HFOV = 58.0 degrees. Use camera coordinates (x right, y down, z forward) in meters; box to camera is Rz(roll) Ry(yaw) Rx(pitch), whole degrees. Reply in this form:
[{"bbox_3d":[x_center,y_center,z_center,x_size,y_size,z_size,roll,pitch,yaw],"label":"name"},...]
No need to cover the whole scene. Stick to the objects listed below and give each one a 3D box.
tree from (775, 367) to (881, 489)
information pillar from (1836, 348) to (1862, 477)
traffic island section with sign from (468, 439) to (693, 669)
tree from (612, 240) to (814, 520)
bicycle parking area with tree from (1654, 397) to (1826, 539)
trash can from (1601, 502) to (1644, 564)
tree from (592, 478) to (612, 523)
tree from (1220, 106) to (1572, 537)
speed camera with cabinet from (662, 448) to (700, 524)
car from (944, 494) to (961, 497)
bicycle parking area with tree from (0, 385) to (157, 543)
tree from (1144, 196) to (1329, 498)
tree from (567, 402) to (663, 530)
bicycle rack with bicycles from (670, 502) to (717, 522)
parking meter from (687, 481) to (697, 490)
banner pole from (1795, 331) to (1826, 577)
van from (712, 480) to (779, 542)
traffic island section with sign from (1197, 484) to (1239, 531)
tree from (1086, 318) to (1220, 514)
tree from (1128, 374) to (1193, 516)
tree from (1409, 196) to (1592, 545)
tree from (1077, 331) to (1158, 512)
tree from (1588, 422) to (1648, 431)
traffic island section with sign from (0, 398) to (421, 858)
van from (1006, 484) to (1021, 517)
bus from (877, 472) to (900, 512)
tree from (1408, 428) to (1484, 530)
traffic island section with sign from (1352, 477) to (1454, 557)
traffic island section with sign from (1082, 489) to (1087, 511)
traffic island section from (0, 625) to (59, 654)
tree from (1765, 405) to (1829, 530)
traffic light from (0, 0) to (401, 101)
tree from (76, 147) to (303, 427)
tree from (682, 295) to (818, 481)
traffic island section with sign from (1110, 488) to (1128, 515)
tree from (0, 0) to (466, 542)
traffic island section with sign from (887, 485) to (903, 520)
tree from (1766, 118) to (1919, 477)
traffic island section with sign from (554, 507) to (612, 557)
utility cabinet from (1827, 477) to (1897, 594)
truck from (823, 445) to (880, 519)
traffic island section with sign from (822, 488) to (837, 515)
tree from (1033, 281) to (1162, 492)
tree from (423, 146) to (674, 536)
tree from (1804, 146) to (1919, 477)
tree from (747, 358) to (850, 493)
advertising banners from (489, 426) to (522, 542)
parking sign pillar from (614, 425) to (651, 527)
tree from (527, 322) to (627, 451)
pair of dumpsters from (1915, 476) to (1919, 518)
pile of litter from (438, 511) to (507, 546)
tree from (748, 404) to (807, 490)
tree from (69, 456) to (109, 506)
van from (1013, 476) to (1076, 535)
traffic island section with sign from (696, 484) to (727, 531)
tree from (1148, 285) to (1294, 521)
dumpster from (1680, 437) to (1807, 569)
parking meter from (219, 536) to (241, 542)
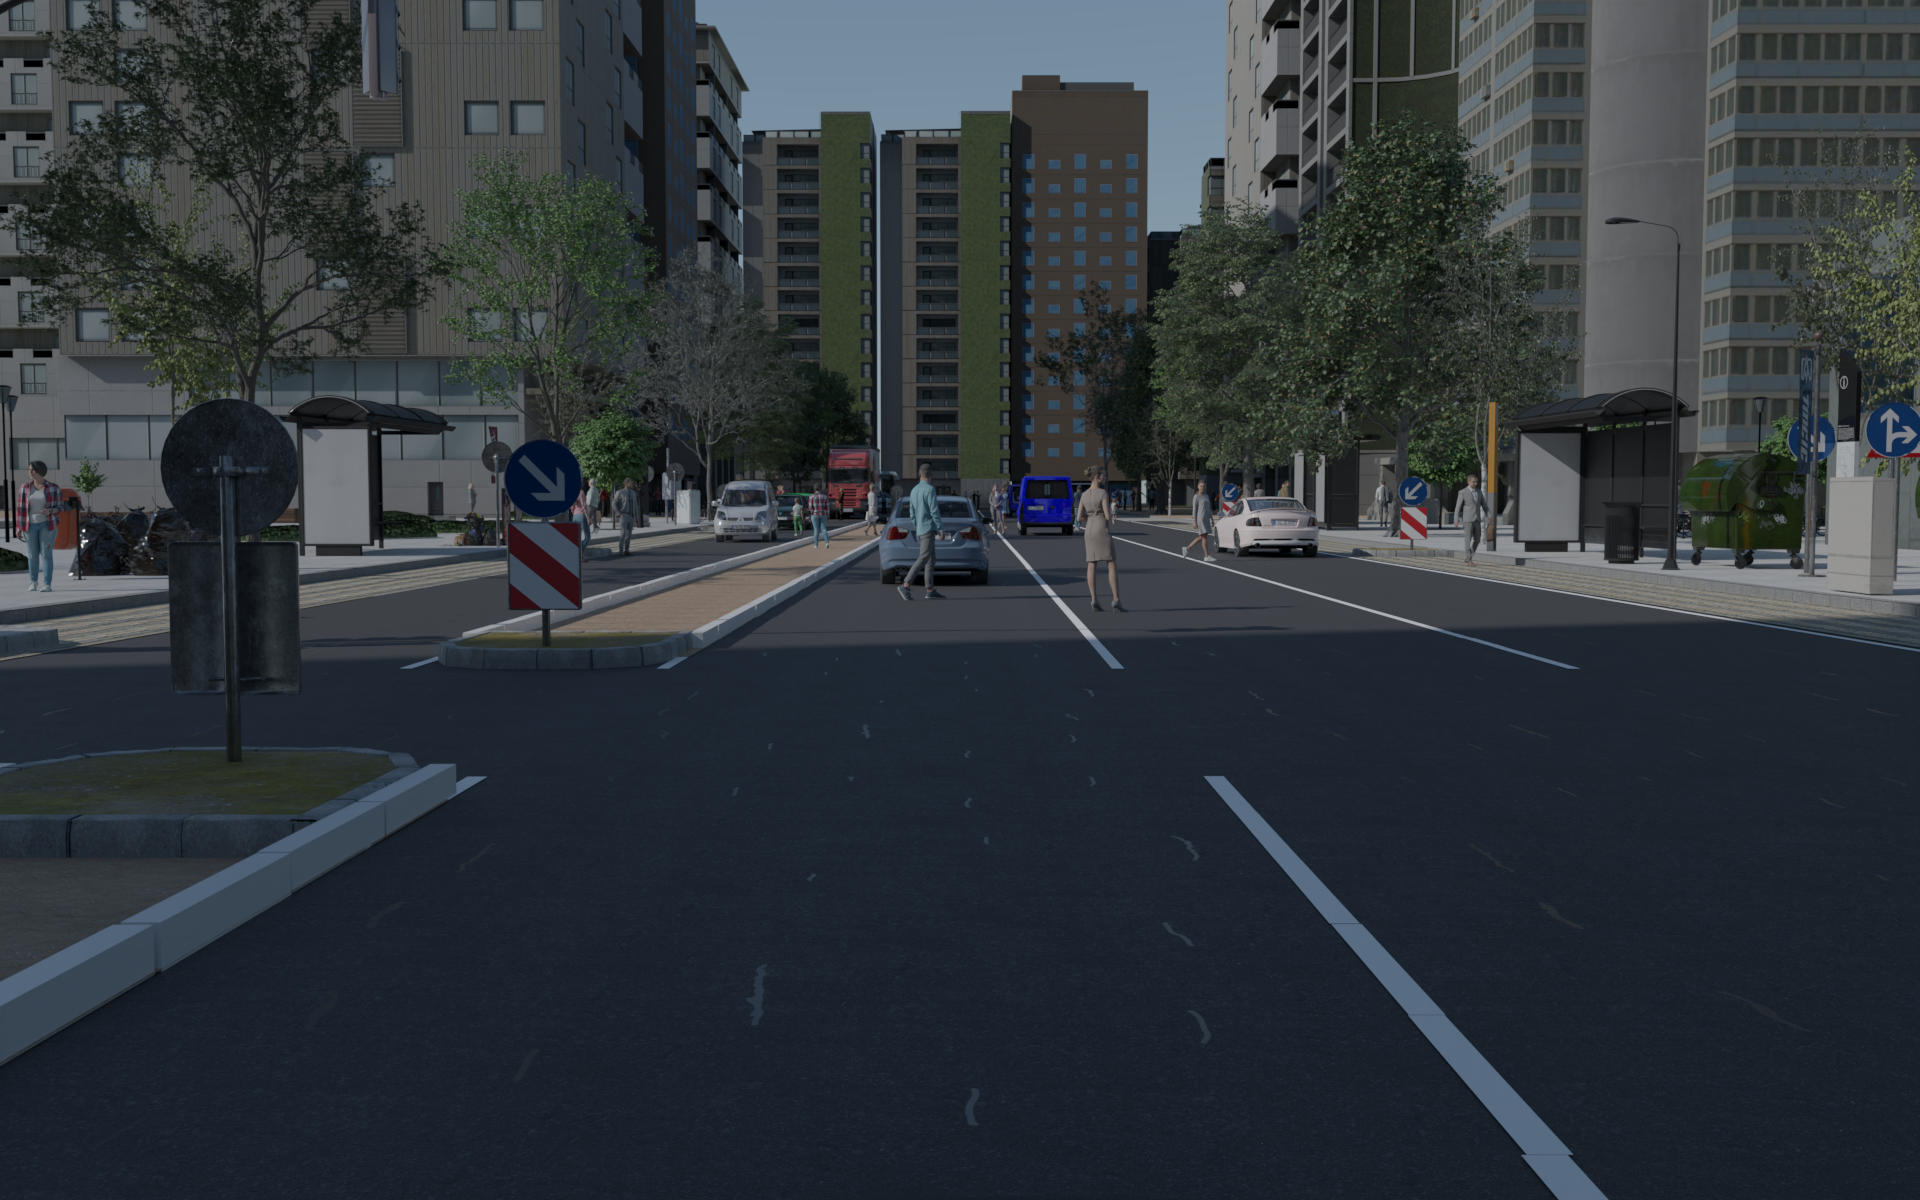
[{"bbox_3d":[-11.777,-14.547,154.853,9.611,12.733,9.660,0,3,0],"label":"tree"},{"bbox_3d":[14.132,-2.216,27.589,0.183,3.616,0.504,0,4,-5],"label":"information pillar"},{"bbox_3d":[-3.474,-0.427,15.121,2.006,1.907,1.989,0,3,0],"label":"traffic island section with sign"},{"bbox_3d":[-12.438,-10.672,84.860,12.009,13.543,11.850,0,3,0],"label":"tree"},{"bbox_3d":[22.912,-4.080,53.712,9.016,4.147,8.231,0,4,2],"label":"bicycle parking area with tree"},{"bbox_3d":[12.203,-1.240,31.927,0.748,1.137,0.748,0,3,0],"label":"trash can"},{"bbox_3d":[-15.867,-5.100,77.994,1.663,3.219,1.824,0,3,0],"label":"tree"},{"bbox_3d":[13.301,-8.225,51.491,9.611,12.733,9.660,0,3,0],"label":"tree"},{"bbox_3d":[-11.947,-4.886,74.218,0.660,3.252,2.038,-3,5,-44],"label":"speed camera with cabinet"},{"bbox_3d":[-0.560,-7.073,125.428,2.009,1.686,4.222,0,4,1],"label":"car"},{"bbox_3d":[-26.202,-3.733,48.032,9.016,4.147,8.231,-1,4,-13],"label":"bicycle parking area with tree"},{"bbox_3d":[12.504,-10.253,74.287,9.857,13.997,8.962,0,3,0],"label":"tree"},{"bbox_3d":[-12.388,-4.804,62.260,4.285,4.588,4.351,0,3,0],"label":"tree"},{"bbox_3d":[-12.373,-4.079,80.078,2.852,0.926,2.925,1,4,9],"label":"bicycle rack with bicycles"},{"bbox_3d":[-12.086,-4.430,78.144,0.399,1.863,0.255,3,5,43],"label":"parking meter"},{"bbox_3d":[13.030,-2.237,26.586,0.863,3.779,0.401,-3,5,-40],"label":"banner pole"},{"bbox_3d":[-6.491,-2.800,52.792,2.013,2.044,4.112,0,4,-2],"label":"van"},{"bbox_3d":[10.223,-3.569,66.985,1.989,1.847,2.006,0,3,0],"label":"traffic island section with sign"},{"bbox_3d":[12.963,-11.883,111.290,9.611,12.733,9.660,0,3,0],"label":"tree"},{"bbox_3d":[12.323,-9.315,102.667,4.360,8.622,3.978,0,3,0],"label":"tree"},{"bbox_3d":[13.522,-5.710,43.721,4.360,8.622,3.978,0,3,0],"label":"tree"},{"bbox_3d":[13.175,-13.231,126.696,12.009,13.543,11.850,0,3,0],"label":"tree"},{"bbox_3d":[23.423,-4.767,61.646,4.285,4.588,4.351,0,3,0],"label":"tree"},{"bbox_3d":[-3.499,0.026,7.713,2.006,1.907,1.989,0,3,0],"label":"traffic island section with sign"},{"bbox_3d":[3.905,-6.453,109.895,2.240,2.365,5.245,0,4,-1],"label":"van"},{"bbox_3d":[-6.324,-8.781,138.424,2.948,3.499,13.247,0,4,0],"label":"bus"},{"bbox_3d":[17.346,-4.821,62.545,4.285,4.588,4.351,0,3,0],"label":"tree"},{"bbox_3d":[10.168,-1.921,40.030,1.989,1.847,2.006,0,3,0],"label":"traffic island section with sign"},{"bbox_3d":[10.400,-8.377,145.586,1.989,1.847,2.006,0,3,0],"label":"traffic island section with sign"},{"bbox_3d":[-9.524,0.416,15.477,2.009,0.180,2.903,0,3,0],"label":"traffic island section"},{"bbox_3d":[30.299,-4.783,61.923,4.285,4.588,4.351,0,3,0],"label":"tree"},{"bbox_3d":[-7.392,-2.490,15.373,4.771,5.953,1.251,0,3,0],"label":"traffic light"},{"bbox_3d":[-16.861,-5.349,37.815,4.737,8.622,4.395,0,3,0],"label":"tree"},{"bbox_3d":[-11.996,-11.062,98.987,7.486,12.596,7.792,0,3,0],"label":"tree"},{"bbox_3d":[10.333,-6.679,117.827,1.989,1.847,2.006,0,3,0],"label":"traffic island section with sign"},{"bbox_3d":[-11.843,-5.726,28.041,8.767,10.594,7.601,2,4,29],"label":"tree"},{"bbox_3d":[-3.326,-5.023,90.259,2.006,1.907,1.989,0,3,0],"label":"traffic island section with sign"},{"bbox_3d":[17.782,-5.125,34.161,4.360,8.622,3.978,0,3,0],"label":"tree"},{"bbox_3d":[-9.148,-1.924,40.080,1.989,1.847,2.006,0,3,0],"label":"traffic island section with sign"},{"bbox_3d":[11.655,-0.838,22.388,0.318,1.500,1.173,0,4,2],"label":"utility cabinet"},{"bbox_3d":[-6.218,-6.896,101.671,2.839,4.237,11.283,0,4,0],"label":"truck"},{"bbox_3d":[-8.983,-6.643,117.236,1.989,1.847,2.006,0,3,0],"label":"traffic island section with sign"},{"bbox_3d":[12.081,-18.392,156.594,12.611,20.169,13.585,0,3,0],"label":"tree"},{"bbox_3d":[-12.312,-7.761,52.653,9.928,11.665,9.643,0,3,0],"label":"tree"},{"bbox_3d":[16.758,-4.806,28.938,4.737,8.622,4.395,0,3,0],"label":"tree"},{"bbox_3d":[-12.127,-12.367,127.961,9.928,11.665,9.643,0,3,0],"label":"tree"},{"bbox_3d":[-11.938,-3.020,45.573,0.090,3.025,2.074,1,4,10],"label":"advertising banners"},{"bbox_3d":[-12.761,-4.816,67.218,1.447,3.967,1.447,-1,4,-16],"label":"parking sign pillar"},{"bbox_3d":[-16.375,-7.497,72.940,4.360,8.622,3.978,0,3,0],"label":"tree"},{"bbox_3d":[12.475,-1.012,19.046,1.574,2.255,4.437,0,3,0],"label":"pair of dumpsters"},{"bbox_3d":[-12.050,-1.776,43.002,1.719,0.858,1.176,0,4,2],"label":"pile of litter"},{"bbox_3d":[-12.108,-9.889,112.043,4.360,8.622,3.978,0,3,0],"label":"tree"},{"bbox_3d":[-44.087,-5.670,87.305,1.663,3.219,1.824,0,3,0],"label":"tree"},{"bbox_3d":[3.028,-3.508,61.736,2.240,2.365,5.245,0,4,1],"label":"van"},{"bbox_3d":[-9.085,-3.572,67.035,1.989,1.847,2.006,0,3,0],"label":"traffic island section with sign"},{"bbox_3d":[12.938,-9.697,84.309,9.928,11.665,9.643,0,3,0],"label":"tree"},{"bbox_3d":[13.710,-1.697,30.233,1.502,2.255,1.985,0,3,0],"label":"dumpster"},{"bbox_3d":[-12.423,-1.286,29.431,0.372,1.533,0.369,0,3,0],"label":"parking meter"}]
